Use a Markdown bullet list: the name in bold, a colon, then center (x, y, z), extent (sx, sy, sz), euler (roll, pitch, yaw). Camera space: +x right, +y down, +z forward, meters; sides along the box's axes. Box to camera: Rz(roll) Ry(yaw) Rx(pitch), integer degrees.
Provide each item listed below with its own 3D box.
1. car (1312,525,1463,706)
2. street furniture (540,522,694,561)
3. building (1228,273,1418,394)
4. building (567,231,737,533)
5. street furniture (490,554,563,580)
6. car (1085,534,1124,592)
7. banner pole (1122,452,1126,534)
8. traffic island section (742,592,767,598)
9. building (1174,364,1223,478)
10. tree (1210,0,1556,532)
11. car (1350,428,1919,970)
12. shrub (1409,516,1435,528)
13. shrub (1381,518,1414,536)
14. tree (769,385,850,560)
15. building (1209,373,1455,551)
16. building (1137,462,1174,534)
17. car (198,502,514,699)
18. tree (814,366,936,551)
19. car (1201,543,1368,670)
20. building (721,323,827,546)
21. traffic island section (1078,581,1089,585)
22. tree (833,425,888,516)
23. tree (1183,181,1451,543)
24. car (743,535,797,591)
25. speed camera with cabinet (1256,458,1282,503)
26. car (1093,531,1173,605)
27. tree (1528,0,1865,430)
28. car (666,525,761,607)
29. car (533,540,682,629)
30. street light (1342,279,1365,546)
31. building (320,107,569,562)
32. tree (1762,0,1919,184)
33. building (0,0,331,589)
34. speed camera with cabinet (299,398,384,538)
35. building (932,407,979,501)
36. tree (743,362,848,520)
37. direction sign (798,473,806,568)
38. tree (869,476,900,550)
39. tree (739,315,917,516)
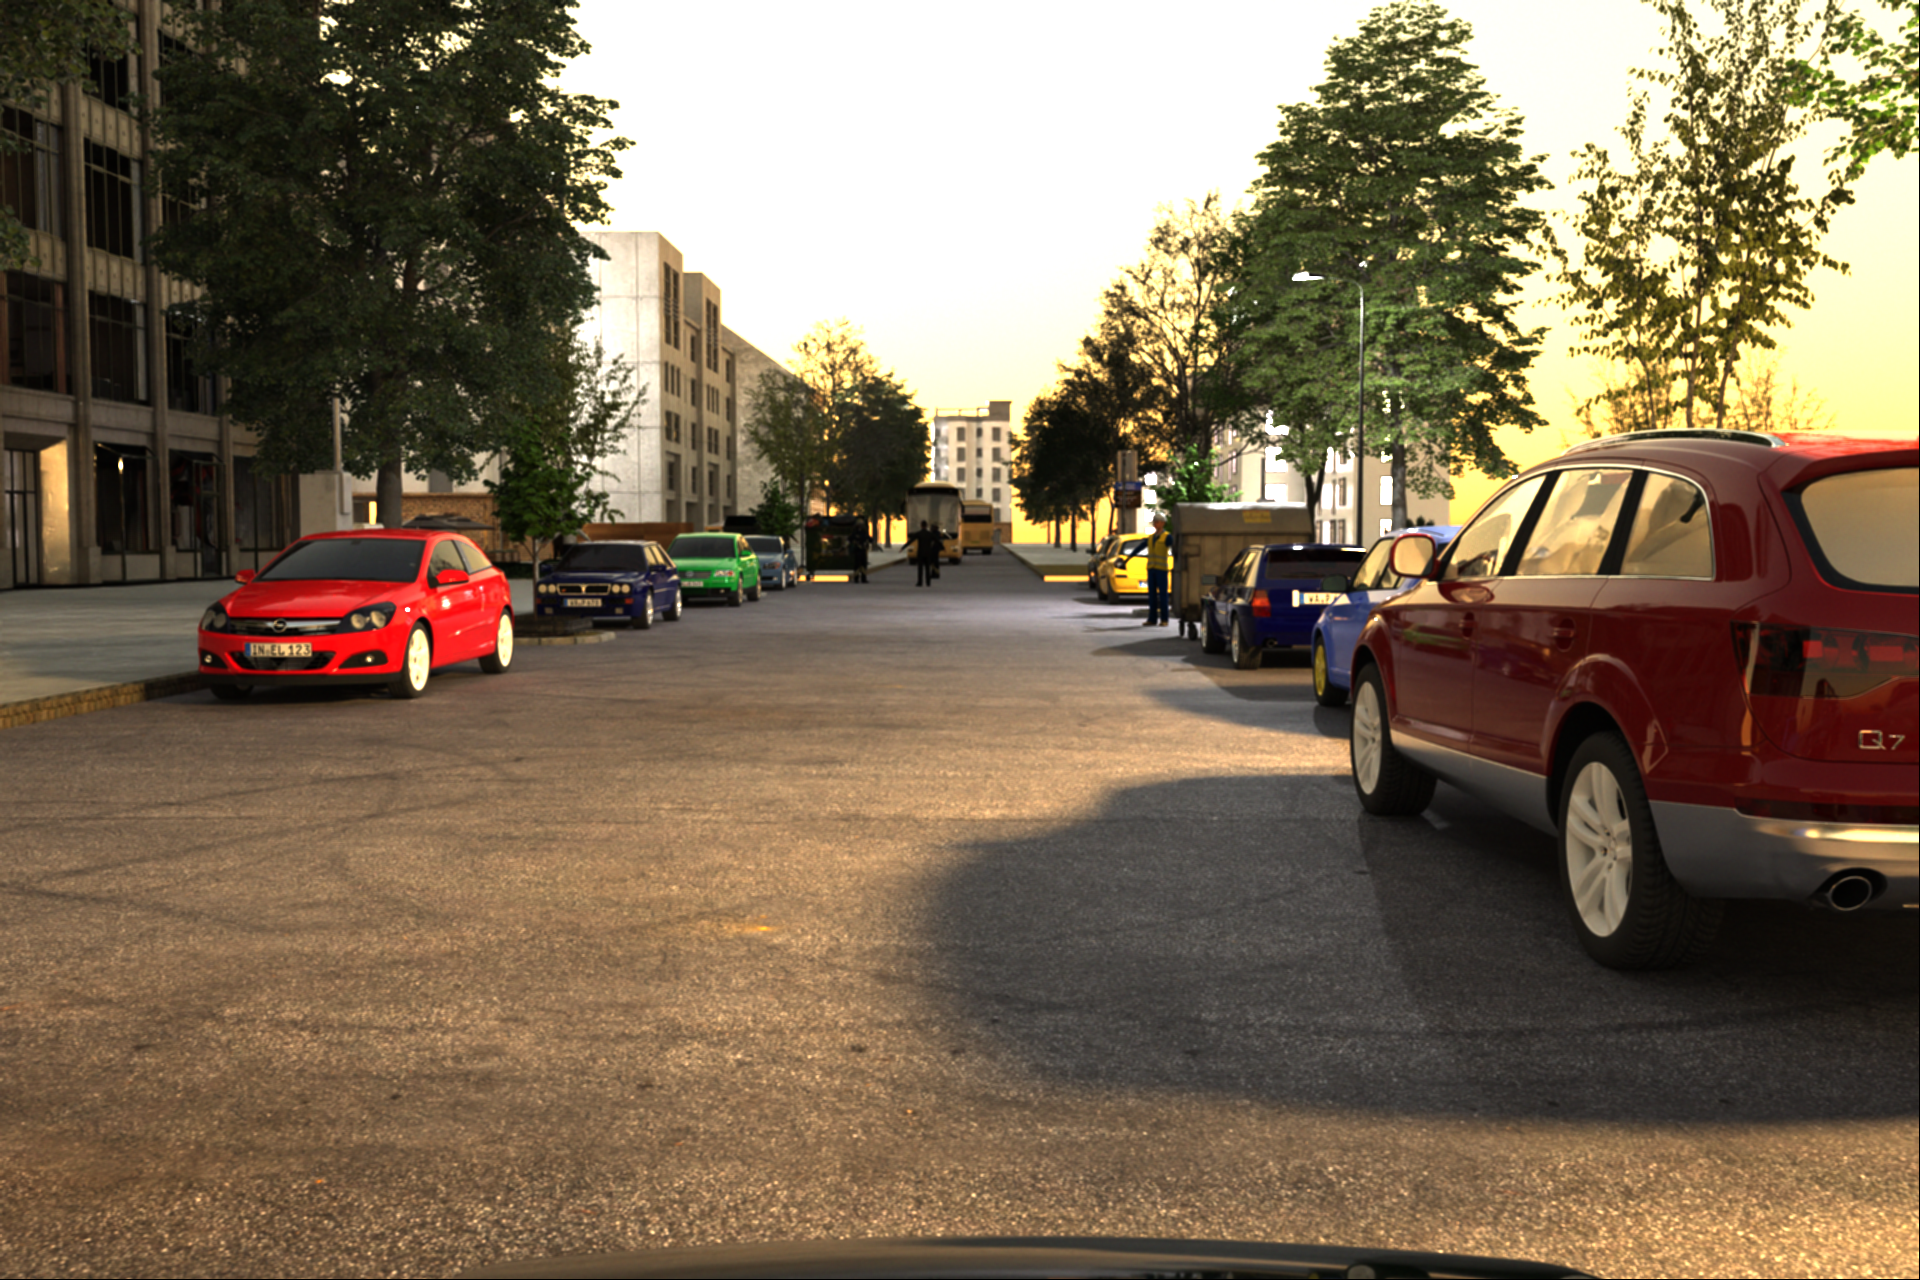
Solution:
- **car**: center (3.825, -0.229, 13.338), extent (1.945, 1.707, 3.694), euler (0, 3, 0)
- **street furniture**: center (-12.145, -3.811, 69.165), extent (9.812, 1.723, 11.010), euler (-1, 4, -17)
- **building**: center (25.459, -16.821, 131.443), extent (16.016, 20.090, 11.380), euler (0, 4, 1)
- **building**: center (-25.717, -15.336, 117.204), extent (16.747, 18.905, 31.486), euler (0, 4, 1)
- **street furniture**: center (-11.847, -2.314, 53.463), extent (5.734, 0.657, 10.072), euler (1, 4, 17)
- **car**: center (4.247, -2.118, 44.418), extent (2.009, 1.686, 4.222), euler (0, 4, 1)
- **banner pole**: center (5.014, -3.844, 52.873), extent (0.401, 3.779, 0.863), euler (0, 4, 1)
- **traffic island section**: center (-5.486, -1.031, 39.724), extent (1.991, 0.108, 1.994), euler (0, 4, 1)
- **building**: center (28.792, -20.415, 190.204), extent (16.016, 20.090, 11.380), euler (0, 4, 1)
- **tree**: center (9.241, -7.318, 37.773), extent (7.486, 12.596, 7.792), euler (0, 3, 0)
- **car**: center (3.097, 0.088, 7.237), extent (2.281, 1.827, 5.304), euler (0, 4, -1)
- **shrub**: center (17.791, -3.812, 66.739), extent (1.690, 2.028, 1.600), euler (0, 3, 0)
- **shrub**: center (16.586, -3.704, 64.981), extent (1.690, 2.028, 1.600), euler (0, 3, 0)
- **tree**: center (-7.929, -8.312, 86.265), extent (4.360, 8.622, 3.978), euler (0, 3, 0)
- **building**: center (21.374, -9.913, 104.233), extent (9.099, 9.664, 28.070), euler (0, 4, 1)
- **building**: center (25.276, -16.300, 208.652), extent (9.099, 9.664, 28.070), euler (0, 4, 1)
- **car**: center (-5.576, -0.450, 16.391), extent (2.155, 1.783, 4.494), euler (0, 4, 1)
- **tree**: center (-6.568, -13.711, 130.829), extent (9.857, 13.997, 8.962), euler (0, 3, 0)
- **car**: center (3.769, -0.430, 19.610), extent (1.945, 1.354, 3.894), euler (0, 4, 0)
- **building**: center (-24.785, -21.883, 188.717), extent (19.493, 23.208, 18.063), euler (0, 4, 0)
- **traffic island section**: center (4.366, -1.614, 49.260), extent (1.991, 0.108, 1.994), euler (0, 4, 0)
- **tree**: center (-7.589, -10.215, 117.381), extent (4.360, 8.622, 3.978), euler (0, 3, 0)
- **tree**: center (10.172, -7.563, 49.404), extent (9.928, 11.665, 9.643), euler (0, 3, 0)
- **car**: center (-5.311, -2.048, 45.489), extent (2.014, 1.417, 4.499), euler (0, 4, 1)
- **speed camera with cabinet**: center (8.029, -3.053, 44.256), extent (0.660, 3.252, 2.038), euler (0, 4, 1)
- **car**: center (3.839, -1.602, 36.411), extent (2.015, 1.641, 3.980), euler (0, 3, 0)
- **tree**: center (9.415, -4.384, 22.039), extent (4.737, 8.622, 4.395), euler (0, 3, 0)
- **car**: center (-5.181, -1.638, 35.576), extent (1.959, 1.807, 4.718), euler (0, 4, 1)
- **car**: center (-5.505, -0.900, 27.296), extent (1.945, 1.354, 3.894), euler (0, 4, 1)
- **street light**: center (7.686, -3.566, 30.847), extent (1.470, 5.913, 1.316), euler (0, 4, 1)
- **building**: center (-25.480, -13.530, 77.632), extent (16.016, 20.090, 11.380), euler (0, 3, 0)
- **tree**: center (10.260, -5.375, 13.633), extent (9.928, 11.665, 9.643), euler (0, 3, 0)
- **building**: center (-27.057, -13.574, 38.587), extent (14.369, 24.946, 33.146), euler (0, 4, 2)
- **speed camera with cabinet**: center (-9.270, -1.937, 26.010), extent (0.660, 3.252, 2.038), euler (0, 3, 0)
- **building**: center (-3.691, -23.876, 249.247), extent (11.380, 20.090, 16.016), euler (0, 4, 3)
- **tree**: center (-7.314, -7.613, 74.833), extent (4.737, 8.622, 4.395), euler (0, 3, 0)
- **direction sign**: center (-5.910, -4.454, 64.812), extent (0.379, 3.537, 0.876), euler (0, 4, 3)
- **tree**: center (-6.653, -11.779, 142.954), extent (4.360, 8.622, 3.978), euler (0, 3, 0)
- **tree**: center (-7.363, -11.416, 97.029), extent (12.009, 13.543, 11.850), euler (0, 3, 0)
